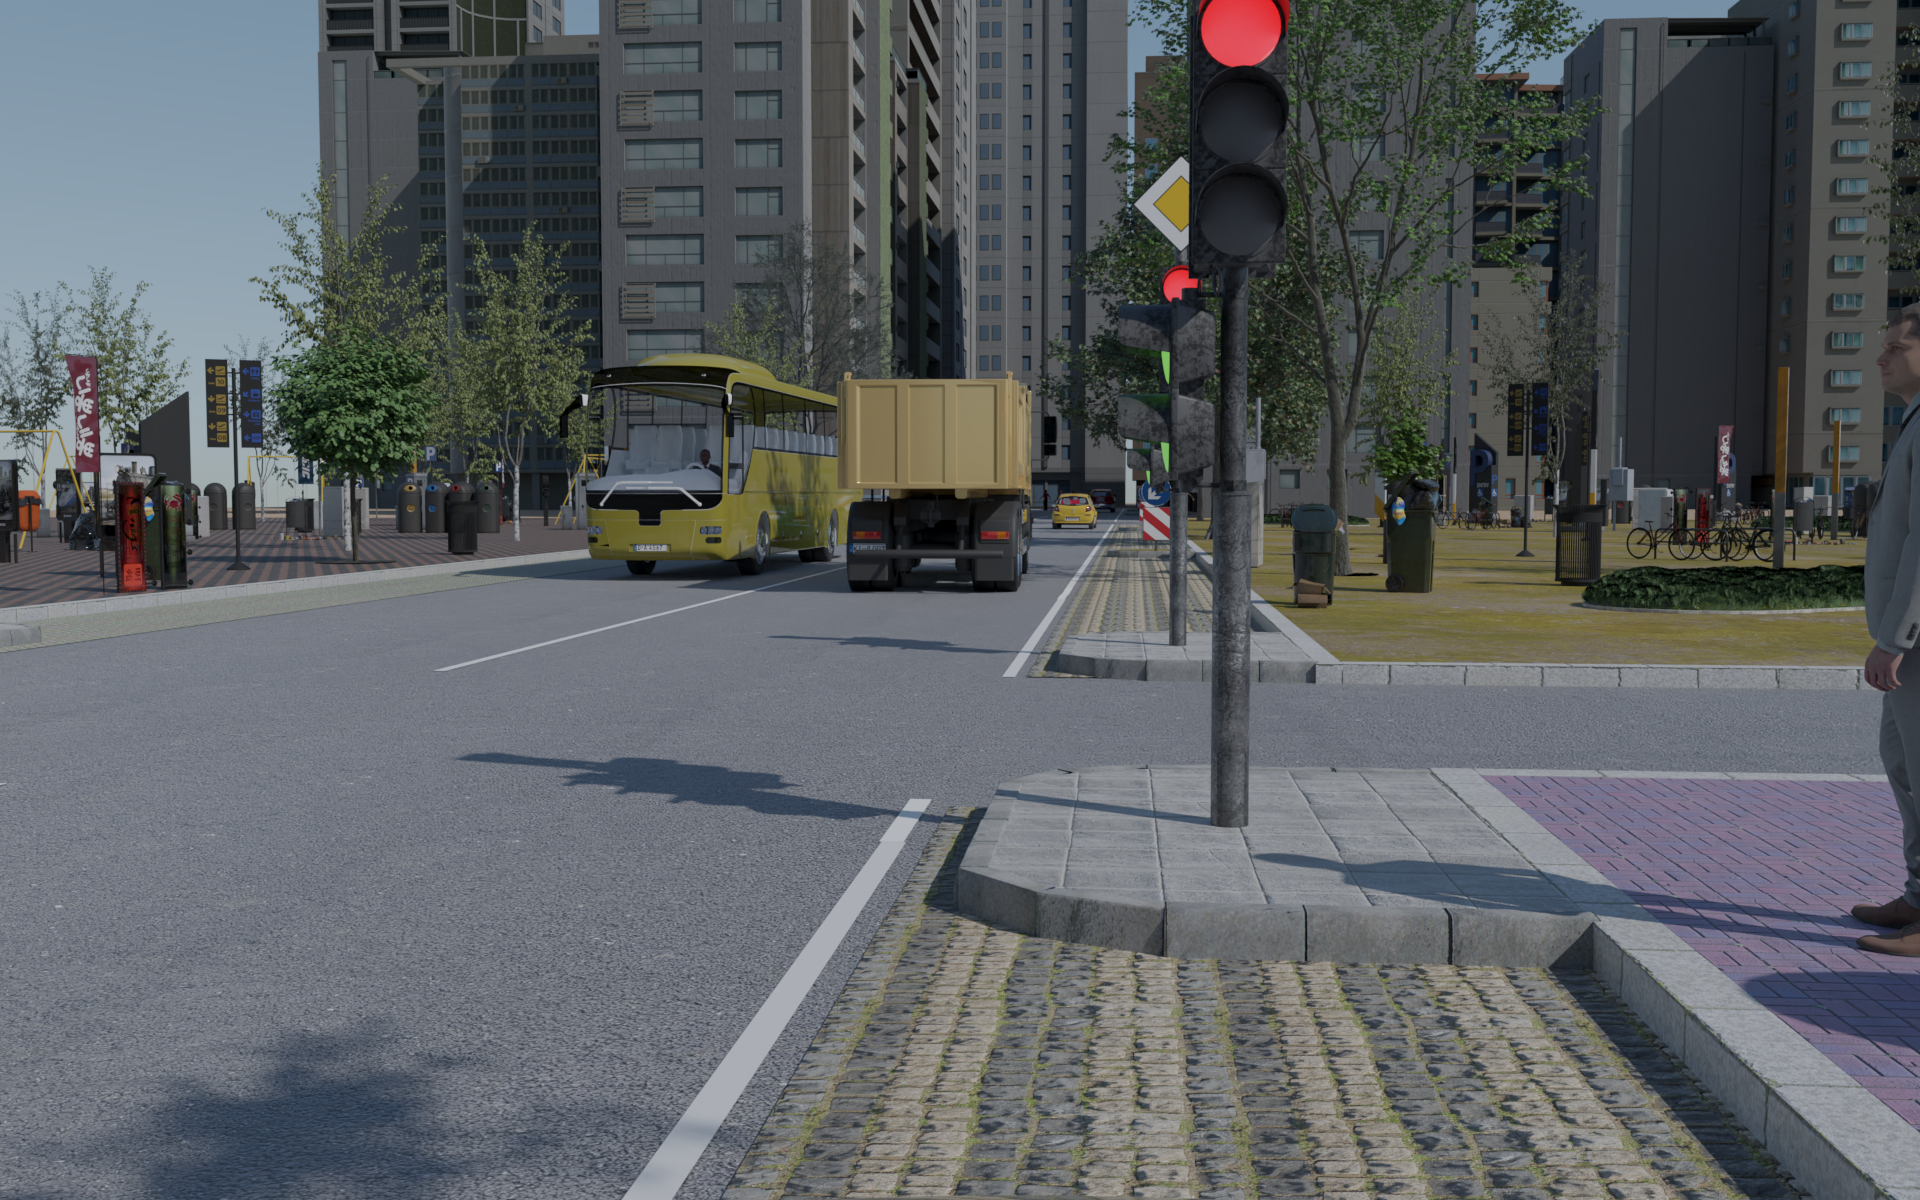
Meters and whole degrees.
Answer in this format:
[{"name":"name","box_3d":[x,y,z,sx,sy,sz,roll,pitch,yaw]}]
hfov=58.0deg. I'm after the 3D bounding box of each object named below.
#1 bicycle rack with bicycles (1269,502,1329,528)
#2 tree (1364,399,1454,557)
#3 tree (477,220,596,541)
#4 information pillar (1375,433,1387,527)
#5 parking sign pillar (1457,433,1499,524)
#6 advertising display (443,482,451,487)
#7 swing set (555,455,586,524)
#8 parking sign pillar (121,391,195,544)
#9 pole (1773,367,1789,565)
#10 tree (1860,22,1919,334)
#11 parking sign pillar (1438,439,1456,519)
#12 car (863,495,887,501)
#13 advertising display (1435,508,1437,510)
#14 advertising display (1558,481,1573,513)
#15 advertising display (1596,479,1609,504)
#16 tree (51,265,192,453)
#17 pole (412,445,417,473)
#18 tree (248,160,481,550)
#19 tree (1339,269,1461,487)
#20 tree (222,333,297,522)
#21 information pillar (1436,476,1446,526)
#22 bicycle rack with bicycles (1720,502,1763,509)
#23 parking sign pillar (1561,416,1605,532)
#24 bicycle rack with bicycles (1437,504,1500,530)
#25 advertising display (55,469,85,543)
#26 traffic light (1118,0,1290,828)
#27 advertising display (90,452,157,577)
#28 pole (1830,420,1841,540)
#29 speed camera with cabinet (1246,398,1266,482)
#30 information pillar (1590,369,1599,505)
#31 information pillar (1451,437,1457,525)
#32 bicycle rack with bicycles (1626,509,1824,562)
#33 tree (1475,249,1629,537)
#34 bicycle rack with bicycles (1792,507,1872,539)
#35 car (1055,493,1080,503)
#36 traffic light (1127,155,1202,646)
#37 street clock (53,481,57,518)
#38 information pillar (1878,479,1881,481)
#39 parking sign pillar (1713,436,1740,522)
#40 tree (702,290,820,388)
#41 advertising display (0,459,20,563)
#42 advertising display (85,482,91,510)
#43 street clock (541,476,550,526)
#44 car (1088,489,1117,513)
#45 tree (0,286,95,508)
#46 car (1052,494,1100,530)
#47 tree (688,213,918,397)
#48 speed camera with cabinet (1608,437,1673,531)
[{"name":"bicycle rack with bicycles","box_3d":[13.132,-3.198,65.669,2.852,0.926,2.925,2,4,27]},{"name":"tree","box_3d":[9.180,-2.484,35.222,1.663,3.219,1.824,0,3,0]},{"name":"tree","box_3d":[-12.125,-5.934,47.390,4.737,8.622,4.395,0,3,0]},{"name":"information pillar","box_3d":[16.194,-4.602,66.596,0.183,3.616,0.504,-3,5,-41]},{"name":"parking sign pillar","box_3d":[22.898,-5.338,75.743,1.447,3.967,1.447,-2,4,-29]},{"name":"advertising display","box_3d":[-27.977,-5.399,93.490,0.974,1.923,0.123,-1,4,-18]},{"name":"swing set","box_3d":[-15.746,-4.734,75.028,2.862,2.851,3.119,0,4,3]},{"name":"parking sign pillar","box_3d":[-20.732,-3.460,45.049,1.447,3.967,1.447,3,5,39]},{"name":"pole","box_3d":[13.251,-2.086,27.955,0.158,3.312,0.155,0,3,0]},{"name":"tree","box_3d":[15.014,-4.575,25.169,4.360,8.622,3.978,0,3,0]},{"name":"parking sign pillar","box_3d":[23.690,-5.891,84.784,1.447,3.967,1.447,1,4,9]},{"name":"car","box_3d":[-2.680,-2.396,51.176,2.014,1.417,4.499,0,4,4]},{"name":"advertising display","box_3d":[23.360,-4.986,86.728,0.974,1.923,0.123,-2,4,-27]},{"name":"advertising display","box_3d":[28.896,-4.741,82.724,0.123,1.923,0.974,-2,4,-33]},{"name":"advertising display","box_3d":[26.839,-4.125,72.665,0.123,1.923,0.974,-2,4,-25]},{"name":"tree","box_3d":[-26.963,-6.444,55.718,4.737,8.622,4.395,0,3,0]},{"name":"pole","box_3d":[-20.431,-4.339,64.791,0.158,3.312,0.155,0,3,0]},{"name":"tree","box_3d":[-13.737,-5.440,39.314,4.737,8.622,4.395,0,3,0]},{"name":"tree","box_3d":[14.477,-6.569,57.757,4.737,8.622,4.395,0,3,0]},{"name":"tree","box_3d":[-32.065,-7.918,79.823,4.360,8.622,3.978,0,3,0]},{"name":"information pillar","box_3d":[19.400,-3.995,69.809,0.304,2.012,0.304,2,4,28]},{"name":"bicycle rack with bicycles","box_3d":[33.321,-3.692,73.754,2.925,0.926,2.852,-2,4,-31]},{"name":"parking sign pillar","box_3d":[21.008,-4.276,58.392,1.447,3.967,1.447,0,4,8]},{"name":"bicycle rack with bicycles","box_3d":[18.584,-3.044,63.150,2.925,0.926,2.852,-2,4,-34]},{"name":"advertising display","box_3d":[-23.280,-2.448,45.239,0.974,1.923,0.123,2,4,34]},{"name":"traffic light","box_3d":[1.028,-1.082,6.613,0.839,4.253,0.868,0,4,6]},{"name":"advertising display","box_3d":[-13.067,-1.342,27.160,0.123,1.923,0.974,2,4,35]},{"name":"pole","box_3d":[24.311,-3.317,48.083,0.158,3.312,0.155,0,3,0]},{"name":"speed camera with cabinet","box_3d":[5.974,-2.571,36.370,0.660,3.252,2.038,0,4,3]},{"name":"information pillar","box_3d":[11.835,-2.506,32.335,0.183,3.616,0.504,1,4,23]},{"name":"information pillar","box_3d":[20.306,-4.877,71.088,0.183,3.616,0.504,1,4,21]},{"name":"bicycle rack with bicycles","box_3d":[14.876,-1.239,33.642,2.852,0.926,2.925,-1,4,-22]},{"name":"tree","box_3d":[17.571,-6.190,51.568,4.360,8.622,3.978,0,3,0]},{"name":"bicycle rack with bicycles","box_3d":[25.035,-2.217,49.635,2.852,0.926,2.925,2,4,35]},{"name":"car","box_3d":[6.429,-5.491,98.821,2.155,1.783,4.494,0,4,8]},{"name":"traffic light","box_3d":[1.827,-1.568,14.559,0.839,4.253,0.868,0,4,6]},{"name":"street clock","box_3d":[-48.506,-5.417,93.140,0.358,2.002,0.471,1,4,15]},{"name":"information pillar","box_3d":[45.790,-4.992,86.111,0.304,2.012,0.304,3,4,38]},{"name":"parking sign pillar","box_3d":[35.939,-5.682,81.374,1.447,3.967,1.447,-3,4,-38]},{"name":"tree","box_3d":[-7.443,-6.912,63.368,4.737,8.622,4.395,0,3,0]},{"name":"advertising display","box_3d":[-17.926,-1.661,32.372,0.974,1.923,0.123,2,4,30]},{"name":"advertising display","box_3d":[-46.044,-5.306,91.965,0.974,1.923,0.123,-2,4,-26]},{"name":"street clock","box_3d":[-16.518,-3.945,69.064,0.358,2.002,0.471,-1,4,-15]},{"name":"car","box_3d":[11.042,-7.717,134.841,2.281,1.827,5.304,0,4,7]},{"name":"tree","box_3d":[-32.392,-6.740,60.557,4.360,8.622,3.978,0,3,0]},{"name":"car","box_3d":[4.748,-3.748,71.503,2.015,1.641,3.980,0,4,7]},{"name":"tree","box_3d":[-6.868,-10.191,76.992,12.009,13.543,11.850,0,3,0]},{"name":"speed camera with cabinet","box_3d":[23.656,-4.027,60.169,2.038,3.252,0.660,3,5,43]}]
